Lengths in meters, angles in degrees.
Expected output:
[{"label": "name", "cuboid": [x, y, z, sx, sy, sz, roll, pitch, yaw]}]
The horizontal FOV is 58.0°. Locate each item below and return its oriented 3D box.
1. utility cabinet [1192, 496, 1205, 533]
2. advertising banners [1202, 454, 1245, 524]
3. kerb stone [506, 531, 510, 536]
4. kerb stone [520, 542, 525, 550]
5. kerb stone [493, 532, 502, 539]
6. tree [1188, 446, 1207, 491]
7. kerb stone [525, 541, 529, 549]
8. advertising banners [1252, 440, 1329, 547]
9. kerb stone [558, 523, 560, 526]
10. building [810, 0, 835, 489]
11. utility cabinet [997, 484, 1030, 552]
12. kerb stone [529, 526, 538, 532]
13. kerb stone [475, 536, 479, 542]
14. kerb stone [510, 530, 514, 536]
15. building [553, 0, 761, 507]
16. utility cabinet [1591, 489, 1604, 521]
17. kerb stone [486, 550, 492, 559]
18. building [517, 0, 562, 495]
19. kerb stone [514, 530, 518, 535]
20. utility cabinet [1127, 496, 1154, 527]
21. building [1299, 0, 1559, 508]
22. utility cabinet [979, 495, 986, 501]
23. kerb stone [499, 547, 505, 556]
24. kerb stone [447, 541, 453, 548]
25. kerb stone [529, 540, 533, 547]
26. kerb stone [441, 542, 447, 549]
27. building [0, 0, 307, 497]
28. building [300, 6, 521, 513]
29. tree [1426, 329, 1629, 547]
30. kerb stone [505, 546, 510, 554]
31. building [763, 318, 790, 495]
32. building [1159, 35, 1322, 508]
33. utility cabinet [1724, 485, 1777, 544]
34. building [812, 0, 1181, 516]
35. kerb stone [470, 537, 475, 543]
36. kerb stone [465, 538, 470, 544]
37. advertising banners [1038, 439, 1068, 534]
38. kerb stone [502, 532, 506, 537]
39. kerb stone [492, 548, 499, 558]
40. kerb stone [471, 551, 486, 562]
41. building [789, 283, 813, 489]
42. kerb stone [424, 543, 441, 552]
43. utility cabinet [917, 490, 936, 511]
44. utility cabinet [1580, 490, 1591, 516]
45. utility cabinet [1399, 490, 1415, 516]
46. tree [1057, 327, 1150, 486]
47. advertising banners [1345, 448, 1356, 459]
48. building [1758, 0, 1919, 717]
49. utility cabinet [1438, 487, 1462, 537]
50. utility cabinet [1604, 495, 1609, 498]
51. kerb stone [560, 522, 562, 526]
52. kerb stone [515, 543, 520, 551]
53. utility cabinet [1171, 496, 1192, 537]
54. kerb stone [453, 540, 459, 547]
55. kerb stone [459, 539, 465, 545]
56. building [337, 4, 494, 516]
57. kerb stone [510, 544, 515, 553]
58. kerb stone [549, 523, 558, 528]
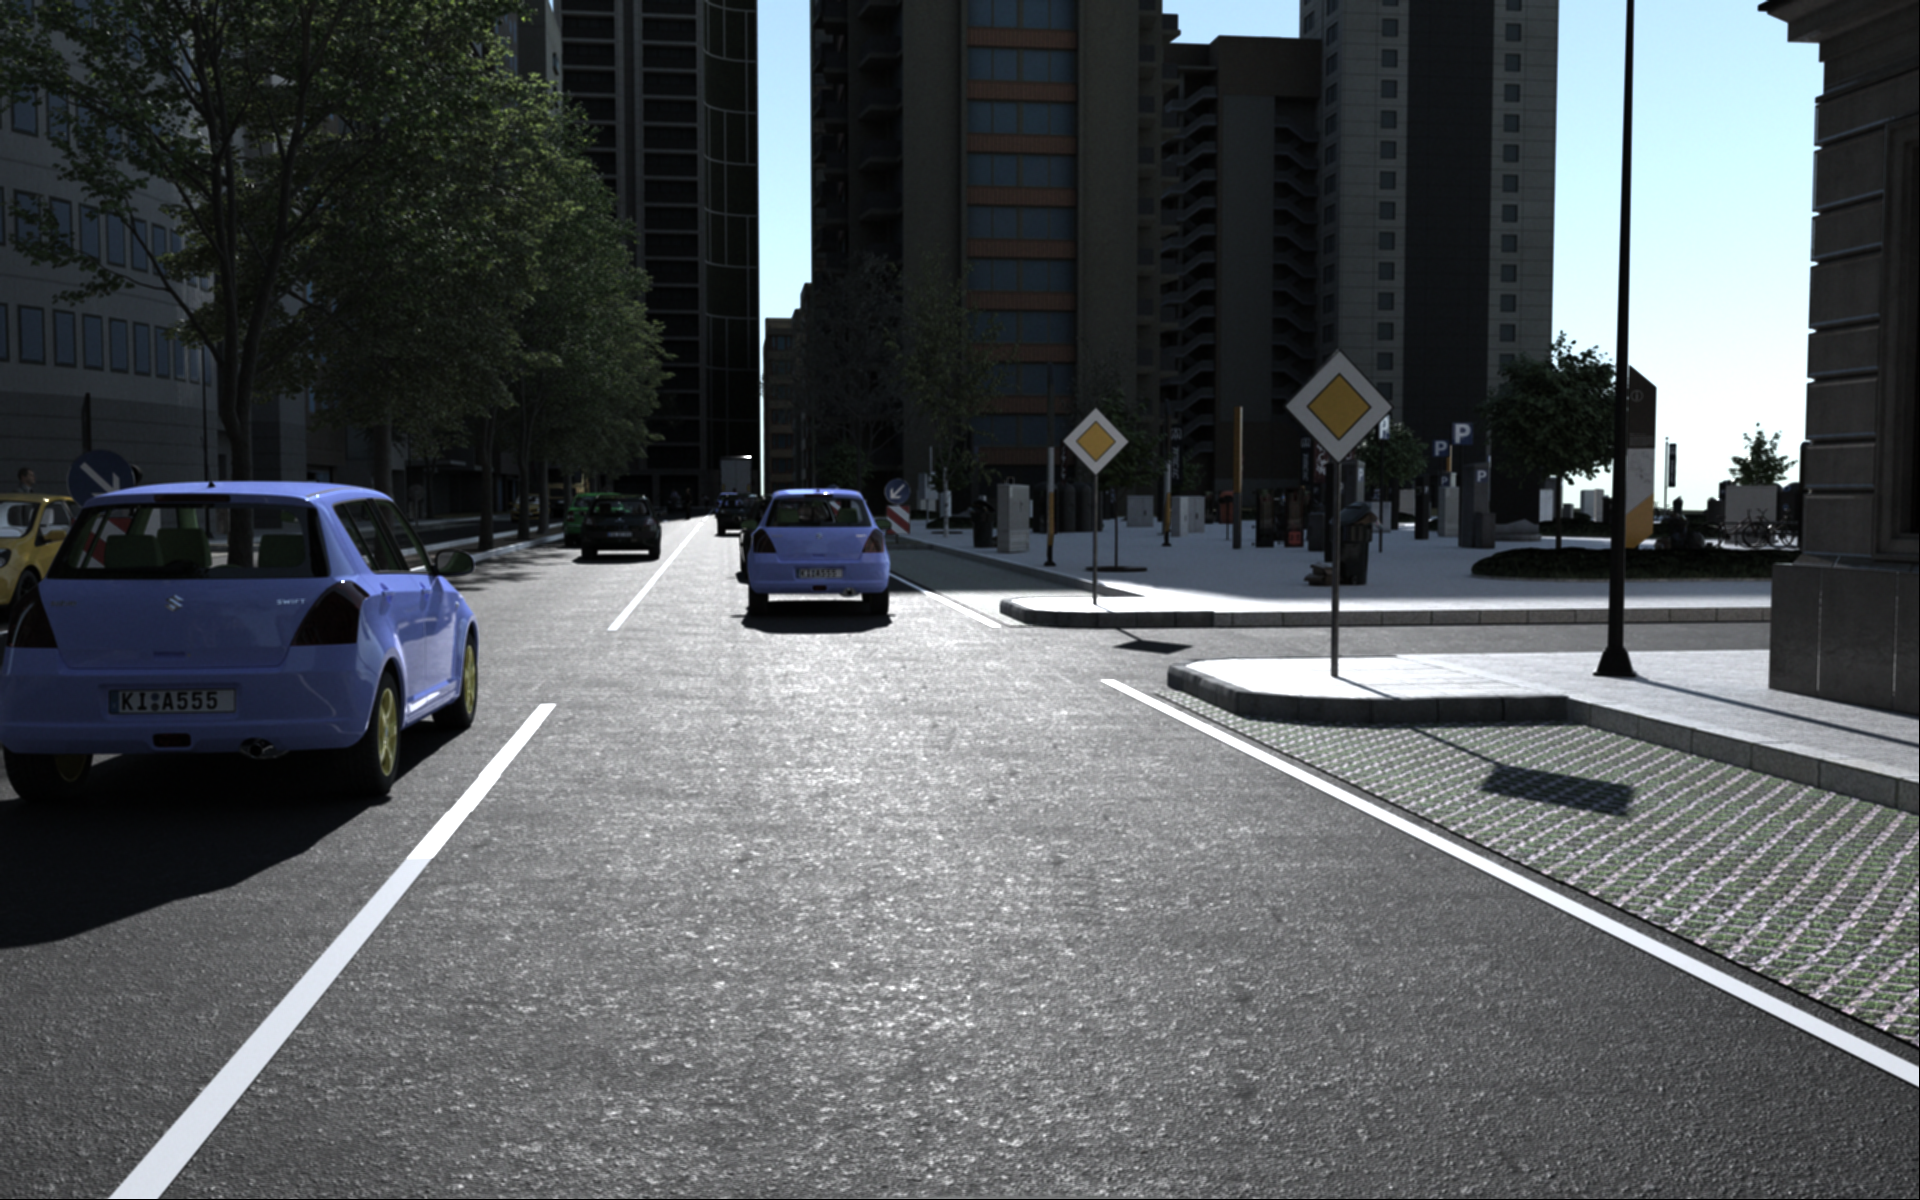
[{"label": "utility cabinet", "cuboid": [7.639, -2.836, 57.534, 1.020, 1.237, 0.306, -2, 4, -26]}, {"label": "advertising banners", "cuboid": [11.383, -4.809, 74.816, 2.074, 3.025, 0.090, -1, 4, -20]}, {"label": "kerb stone", "cuboid": [-15.314, -2.201, 58.174, 0.120, 0.150, 1.000, 0, 4, -8]}, {"label": "kerb stone", "cuboid": [-11.311, -1.351, 44.284, 0.120, 0.150, 1.000, 0, 4, -8]}, {"label": "kerb stone", "cuboid": [-15.040, -2.076, 56.141, 0.120, 0.150, 1.000, 0, 4, -8]}, {"label": "tree", "cuboid": [7.542, -3.958, 59.317, 1.663, 3.219, 1.824, 0, 3, 0]}, {"label": "kerb stone", "cuboid": [-11.455, -1.413, 45.296, 0.120, 0.150, 1.000, 0, 4, -8]}, {"label": "advertising banners", "cuboid": [8.053, -2.791, 41.817, 2.074, 3.025, 0.090, -1, 4, -13]}, {"label": "kerb stone", "cuboid": [-17.653, -3.250, 75.468, 0.120, 0.150, 1.000, 0, 4, -8]}, {"label": "building", "cuboid": [-4.643, -27.607, 134.970, 14.154, 41.232, 14.086, 0, 4, -8]}, {"label": "utility cabinet", "cuboid": [1.183, -1.794, 38.003, 0.318, 1.500, 1.173, 2, 4, 24]}, {"label": "kerb stone", "cuboid": [-16.552, -2.760, 67.325, 0.120, 0.150, 1.000, 0, 4, -8]}, {"label": "kerb stone", "cuboid": [-14.351, -1.766, 51.071, 0.120, 0.150, 1.000, 0, 4, -8]}, {"label": "kerb stone", "cuboid": [-15.454, -2.263, 59.198, 0.120, 0.150, 1.000, 0, 4, -8]}, {"label": "building", "cuboid": [-31.761, -45.629, 184.286, 20.611, 71.187, 20.563, 0, 4, -8]}, {"label": "utility cabinet", "cuboid": [27.102, -3.961, 73.441, 0.318, 1.500, 1.173, 1, 4, 15]}, {"label": "kerb stone", "cuboid": [-10.497, -0.964, 38.194, 0.120, 0.150, 1.000, 0, 4, -8]}, {"label": "building", "cuboid": [-47.054, -32.477, 154.698, 21.600, 48.544, 21.300, 0, 4, -8]}, {"label": "kerb stone", "cuboid": [-15.585, -2.322, 60.212, 0.120, 0.150, 1.000, 0, 4, -8]}, {"label": "utility cabinet", "cuboid": [6.990, -3.430, 67.237, 1.020, 1.237, 0.306, 0, 4, 3]}, {"label": "building", "cuboid": [43.020, -44.562, 166.843, 20.611, 71.187, 20.563, 0, 4, -8]}, {"label": "utility cabinet", "cuboid": [0.687, -4.124, 78.590, 1.020, 1.237, 0.306, 2, 4, 29]}, {"label": "kerb stone", "cuboid": [-10.763, -1.103, 40.223, 0.120, 0.150, 1.000, 0, 4, -8]}, {"label": "kerb stone", "cuboid": [-13.673, -1.452, 45.996, 0.120, 0.150, 1.000, 0, 4, -8]}, {"label": "kerb stone", "cuboid": [-11.598, -1.475, 46.309, 0.120, 0.150, 1.000, 0, 4, -8]}, {"label": "kerb stone", "cuboid": [-13.533, -1.392, 44.984, 0.120, 0.150, 1.000, 0, 4, -8]}, {"label": "building", "cuboid": [-34.215, -31.144, 51.206, 21.231, 58.520, 28.212, 0, 4, -8]}, {"label": "building", "cuboid": [-39.611, -29.040, 124.914, 14.600, 45.320, 14.200, 0, 4, -8]}, {"label": "tree", "cuboid": [11.982, -3.115, 34.649, 4.285, 4.588, 4.351, 0, 3, 0]}, {"label": "kerb stone", "cuboid": [-10.909, -1.165, 41.242, 0.120, 0.150, 1.000, 0, 4, -8]}, {"label": "building", "cuboid": [-7.084, -21.272, 192.837, 28.899, 21.520, 27.650, 0, 4, -8]}, {"label": "building", "cuboid": [25.445, -31.658, 167.721, 14.200, 45.320, 14.600, 0, 4, -8]}, {"label": "utility cabinet", "cuboid": [19.992, -2.148, 43.802, 1.173, 1.500, 0.318, 2, 4, 26]}, {"label": "building", "cuboid": [1.746, -28.065, 113.491, 22.147, 44.769, 28.867, 0, 4, -8]}, {"label": "kerb stone", "cuboid": [-14.212, -1.701, 50.059, 0.120, 0.150, 1.000, 0, 4, -8]}, {"label": "kerb stone", "cuboid": [-14.081, -1.642, 49.040, 0.120, 0.150, 1.000, 0, 4, -8]}, {"label": "advertising banners", "cuboid": [2.986, -3.630, 55.541, 0.090, 3.025, 2.074, -1, 4, -23]}, {"label": "kerb stone", "cuboid": [-15.181, -2.138, 57.153, 0.120, 0.150, 1.000, 0, 4, -8]}, {"label": "kerb stone", "cuboid": [-10.631, -1.041, 39.210, 0.120, 0.150, 1.000, 0, 4, -8]}, {"label": "kerb stone", "cuboid": [-10.359, -0.911, 37.174, 0.120, 0.150, 1.000, 0, 4, -8]}, {"label": "building", "cuboid": [-0.910, -19.139, 157.964, 27.650, 21.520, 28.899, 0, 4, -8]}, {"label": "kerb stone", "cuboid": [-13.394, -1.332, 43.970, 0.120, 0.150, 1.000, 0, 4, -8]}, {"label": "utility cabinet", "cuboid": [-1.811, -5.176, 93.314, 0.318, 1.500, 1.173, 3, 5, 43]}, {"label": "utility cabinet", "cuboid": [33.949, -5.170, 93.210, 1.173, 1.500, 0.318, -1, 4, -21]}, {"label": "utility cabinet", "cuboid": [23.207, -4.942, 89.486, 0.318, 1.500, 1.173, -2, 4, -24]}, {"label": "tree", "cuboid": [6.251, -7.737, 76.870, 4.360, 8.622, 3.978, 0, 3, 0]}, {"label": "advertising banners", "cuboid": [13.286, -4.068, 62.694, 2.074, 3.025, 0.090, 0, 4, 5]}, {"label": "building", "cuboid": [11.211, -8.432, 2.494, 10.561, 19.102, 19.286, 0, 4, -8]}, {"label": "utility cabinet", "cuboid": [14.866, -2.638, 51.810, 1.173, 1.500, 0.318, -2, 4, -27]}, {"label": "utility cabinet", "cuboid": [34.844, -5.059, 93.883, 0.306, 1.237, 1.020, 0, 4, 3]}, {"label": "kerb stone", "cuboid": [-17.784, -3.321, 76.490, 0.120, 0.150, 1.000, 0, 4, -8]}, {"label": "kerb stone", "cuboid": [-11.185, -1.286, 43.270, 0.120, 0.150, 1.000, 0, 4, -8]}, {"label": "utility cabinet", "cuboid": [6.661, -2.526, 52.460, 0.306, 1.237, 1.020, 1, 4, 22]}, {"label": "kerb stone", "cuboid": [-13.801, -1.518, 47.010, 0.120, 0.150, 1.000, 0, 4, -8]}, {"label": "kerb stone", "cuboid": [-13.945, -1.580, 48.027, 0.120, 0.150, 1.000, 0, 4, -8]}, {"label": "building", "cuboid": [-43.570, -31.411, 102.816, 28.713, 52.752, 27.495, 0, 4, -8]}, {"label": "kerb stone", "cuboid": [-11.046, -1.227, 42.255, 0.120, 0.150, 1.000, 0, 4, -8]}, {"label": "kerb stone", "cuboid": [-17.513, -3.196, 74.451, 0.120, 0.150, 1.000, 0, 4, -8]}]
